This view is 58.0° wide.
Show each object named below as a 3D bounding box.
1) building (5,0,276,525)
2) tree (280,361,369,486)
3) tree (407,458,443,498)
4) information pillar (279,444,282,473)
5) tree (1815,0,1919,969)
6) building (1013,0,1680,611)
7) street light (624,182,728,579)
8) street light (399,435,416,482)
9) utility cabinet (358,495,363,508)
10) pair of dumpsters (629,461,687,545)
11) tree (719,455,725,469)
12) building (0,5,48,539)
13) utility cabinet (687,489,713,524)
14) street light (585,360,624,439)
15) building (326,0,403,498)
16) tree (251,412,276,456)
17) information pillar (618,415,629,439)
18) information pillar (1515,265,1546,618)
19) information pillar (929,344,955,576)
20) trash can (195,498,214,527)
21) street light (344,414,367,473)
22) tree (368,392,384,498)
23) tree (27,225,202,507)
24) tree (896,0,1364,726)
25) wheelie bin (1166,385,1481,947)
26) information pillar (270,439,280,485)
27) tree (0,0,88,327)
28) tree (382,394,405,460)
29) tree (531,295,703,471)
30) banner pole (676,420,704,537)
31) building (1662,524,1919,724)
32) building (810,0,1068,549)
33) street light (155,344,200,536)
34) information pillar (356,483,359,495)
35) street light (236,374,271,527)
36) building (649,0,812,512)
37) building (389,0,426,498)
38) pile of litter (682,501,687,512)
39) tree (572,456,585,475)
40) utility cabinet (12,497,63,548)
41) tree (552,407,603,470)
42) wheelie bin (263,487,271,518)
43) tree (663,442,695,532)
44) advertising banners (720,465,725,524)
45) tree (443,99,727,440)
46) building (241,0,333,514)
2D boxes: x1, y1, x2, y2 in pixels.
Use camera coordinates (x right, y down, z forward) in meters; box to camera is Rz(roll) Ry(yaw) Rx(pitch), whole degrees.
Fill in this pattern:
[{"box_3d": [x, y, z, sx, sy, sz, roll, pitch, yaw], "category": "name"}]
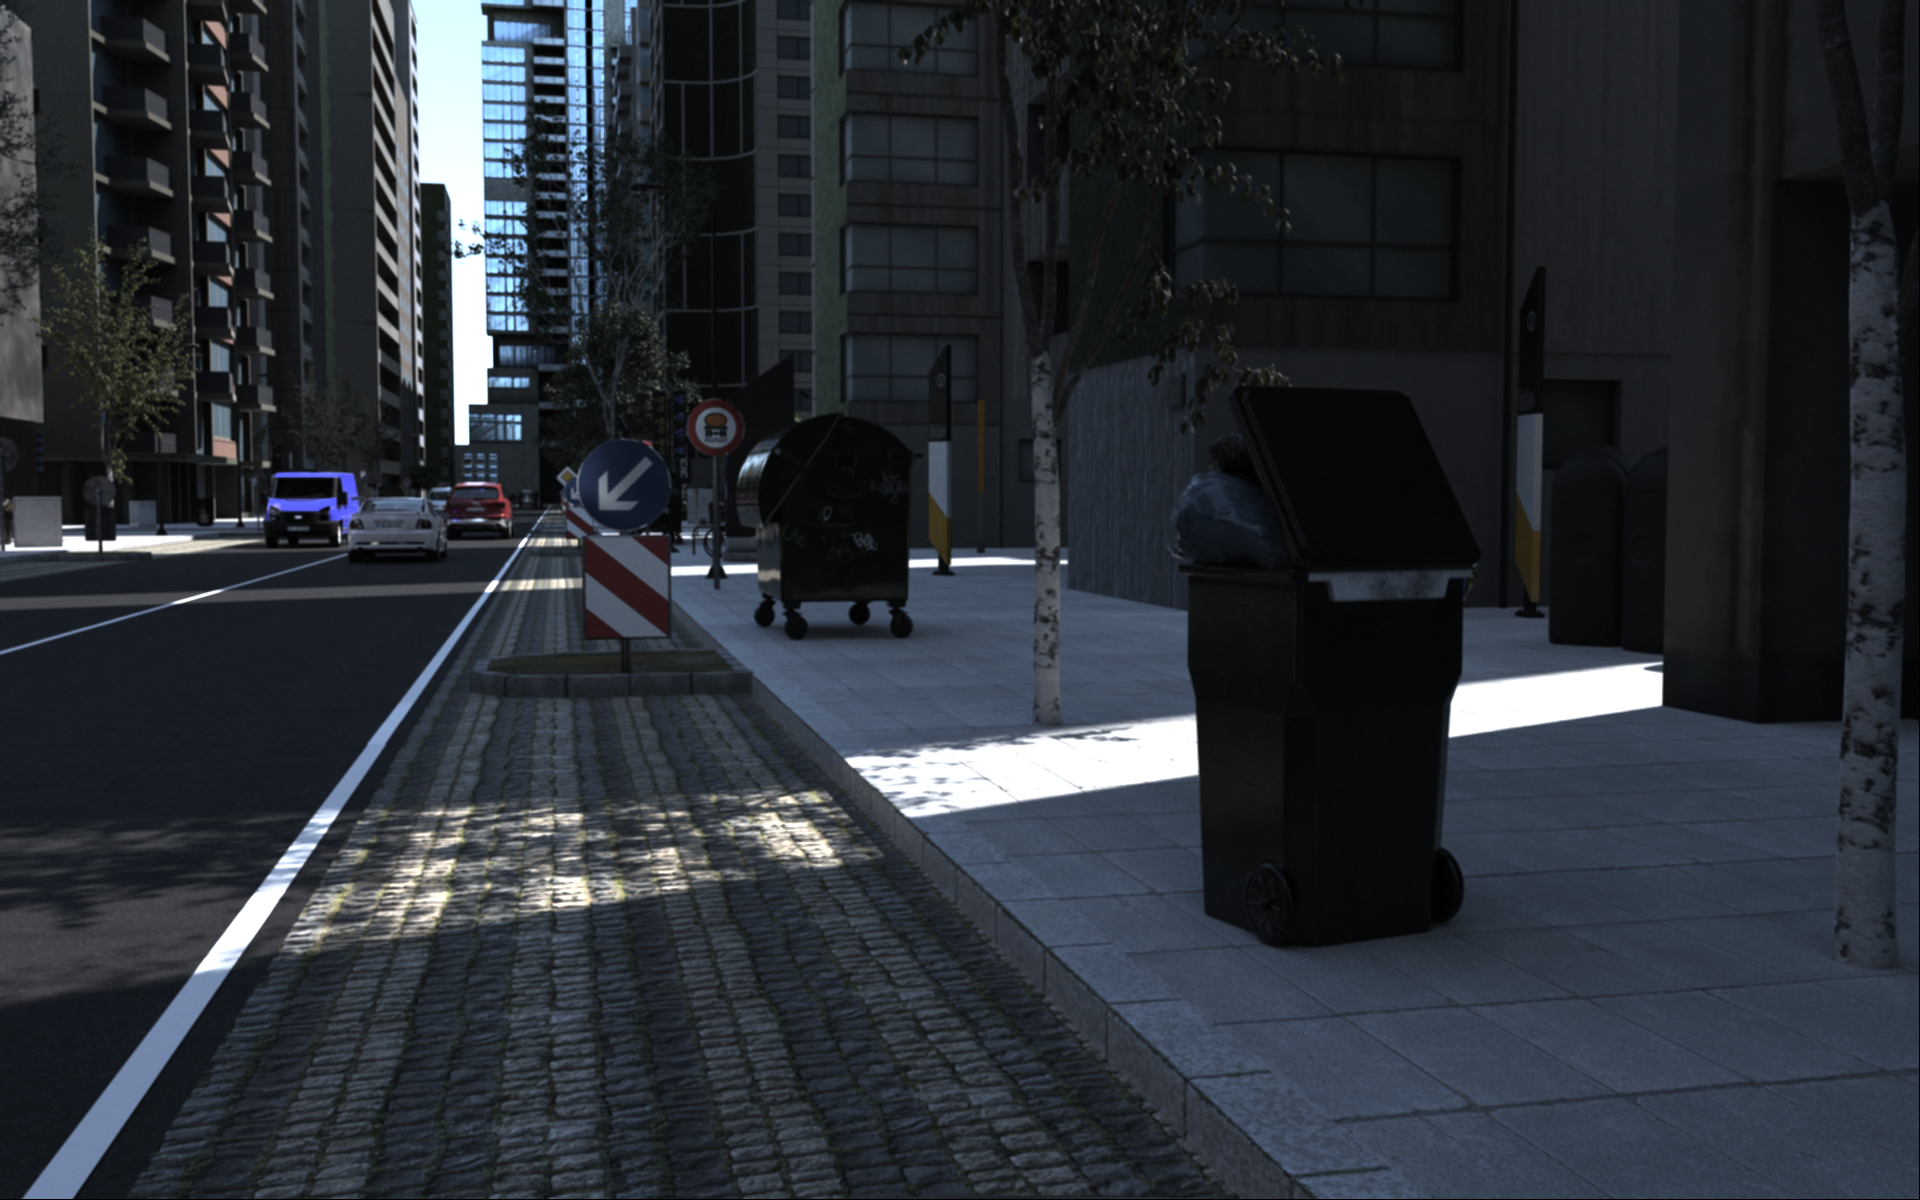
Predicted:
[{"box_3d": [-46.003, -26.188, 82.800, 22.147, 44.769, 28.867, -1, 4, -13], "category": "building"}, {"box_3d": [-35.146, -8.865, 95.312, 4.360, 8.622, 3.978, 0, 3, 0], "category": "tree"}, {"box_3d": [-49.397, -10.780, 159.968, 4.285, 4.588, 4.351, 0, 3, 0], "category": "tree"}, {"box_3d": [-31.505, -5.414, 79.867, 0.504, 3.616, 0.183, -1, 4, -17], "category": "information pillar"}, {"box_3d": [2.569, -3.297, 4.272, 4.360, 8.622, 3.978, 0, 3, 0], "category": "tree"}, {"box_3d": [7.822, -15.561, 26.120, 14.160, 30.474, 14.107, -1, 4, -13], "category": "building"}, {"box_3d": [-4.236, -3.275, 26.090, 1.470, 5.913, 1.316, -1, 4, -13], "category": "street light"}, {"box_3d": [-43.159, -9.957, 135.329, 1.470, 5.913, 1.316, -1, 4, -13], "category": "street light"}, {"box_3d": [-38.074, -6.011, 109.442, 0.306, 1.237, 1.020, 0, 4, 7], "category": "utility cabinet"}, {"box_3d": [-8.060, -2.633, 45.544, 1.574, 2.255, 4.437, -1, 4, -13], "category": "pair of dumpsters"}, {"box_3d": [-6.160, -4.409, 55.798, 4.285, 4.588, 4.351, 0, 3, 0], "category": "tree"}, {"box_3d": [-34.736, -10.842, 44.726, 16.811, 18.784, 16.820, -1, 4, -13], "category": "building"}, {"box_3d": [-10.988, -3.968, 73.552, 1.173, 1.500, 0.318, 0, 4, -4], "category": "utility cabinet"}, {"box_3d": [-12.185, -5.373, 60.384, 1.470, 5.913, 1.316, -1, 4, -13], "category": "street light"}, {"box_3d": [-59.670, -31.988, 146.704, 21.300, 48.544, 21.600, -1, 4, -13], "category": "building"}, {"box_3d": [-43.703, -9.406, 104.158, 4.737, 8.622, 4.395, 0, 3, 0], "category": "tree"}, {"box_3d": [-9.966, -3.670, 51.362, 0.183, 3.616, 0.504, -3, 5, -40], "category": "information pillar"}, {"box_3d": [5.944, -1.633, 18.055, 0.183, 3.616, 0.504, 0, 4, -3], "category": "information pillar"}, {"box_3d": [-0.310, -2.202, 27.353, 0.183, 3.616, 0.504, -3, 4, -38], "category": "information pillar"}, {"box_3d": [-29.892, -3.480, 68.550, 0.748, 1.137, 0.748, 0, 3, 0], "category": "trash can"}, {"box_3d": [-35.210, -7.844, 100.788, 1.470, 5.913, 1.316, -1, 4, -13], "category": "street light"}, {"box_3d": [-38.105, -9.519, 106.002, 4.360, 8.622, 3.978, 0, 3, 0], "category": "tree"}, {"box_3d": [-23.646, -6.005, 48.545, 4.737, 8.622, 4.395, 0, 3, 0], "category": "tree"}, {"box_3d": [0.642, -3.599, 9.208, 4.360, 8.622, 3.978, 0, 3, 0], "category": "tree"}, {"box_3d": [1.046, 0.168, 5.165, 0.980, 1.594, 0.693, -2, 4, -25], "category": "wheelie bin"}, {"box_3d": [-29.230, -5.036, 73.693, 0.183, 3.616, 0.504, -2, 4, -28], "category": "information pillar"}, {"box_3d": [-20.117, -7.232, 28.621, 12.009, 13.543, 11.850, 0, 3, 0], "category": "tree"}, {"box_3d": [-42.400, -10.696, 125.237, 4.360, 8.622, 3.978, 0, 3, 0], "category": "tree"}, {"box_3d": [-19.638, -11.169, 99.619, 9.611, 12.733, 9.660, 0, 3, 0], "category": "tree"}, {"box_3d": [-8.102, -3.779, 51.799, 0.863, 3.779, 0.401, -2, 4, -24], "category": "banner pole"}, {"box_3d": [16.996, -23.089, 1.199, 21.300, 48.544, 21.600, -1, 4, -13], "category": "building"}, {"box_3d": [2.696, -22.242, 47.246, 14.154, 41.232, 14.086, -1, 4, -13], "category": "building"}, {"box_3d": [-24.225, -4.961, 53.646, 1.470, 5.913, 1.316, -1, 4, -13], "category": "street light"}, {"box_3d": [-39.301, -6.619, 112.707, 0.304, 2.012, 0.304, -1, 4, -10], "category": "information pillar"}, {"box_3d": [-27.258, -5.765, 66.802, 1.470, 5.913, 1.316, -1, 4, -13], "category": "street light"}, {"box_3d": [-14.650, -42.311, 130.039, 20.563, 71.187, 20.611, -1, 4, -13], "category": "building"}, {"box_3d": [-75.938, -39.999, 195.988, 28.212, 58.520, 21.231, -1, 4, -13], "category": "building"}, {"box_3d": [-17.060, -5.720, 107.493, 1.719, 0.858, 1.176, 2, 4, 29], "category": "pile of litter"}, {"box_3d": [-26.682, -8.662, 125.345, 4.285, 4.588, 4.351, 0, 3, 0], "category": "tree"}, {"box_3d": [-22.292, -1.877, 41.859, 1.020, 1.237, 0.306, -2, 4, -35], "category": "utility cabinet"}, {"box_3d": [-31.918, -13.196, 150.172, 7.601, 10.594, 8.767, 0, 4, 6], "category": "tree"}, {"box_3d": [-30.065, -4.140, 75.602, 0.693, 1.594, 0.980, -2, 4, -31], "category": "wheelie bin"}, {"box_3d": [-9.995, -3.925, 58.767, 1.663, 3.219, 1.824, 0, 3, 0], "category": "tree"}, {"box_3d": [-10.199, -4.775, 74.260, 0.090, 3.025, 2.074, -1, 4, -12], "category": "advertising banners"}, {"box_3d": [-18.072, -13.978, 84.423, 12.611, 20.169, 13.585, 0, 3, 0], "category": "tree"}, {"box_3d": [-49.226, -26.266, 113.045, 14.154, 41.232, 14.086, -1, 4, -13], "category": "building"}]
